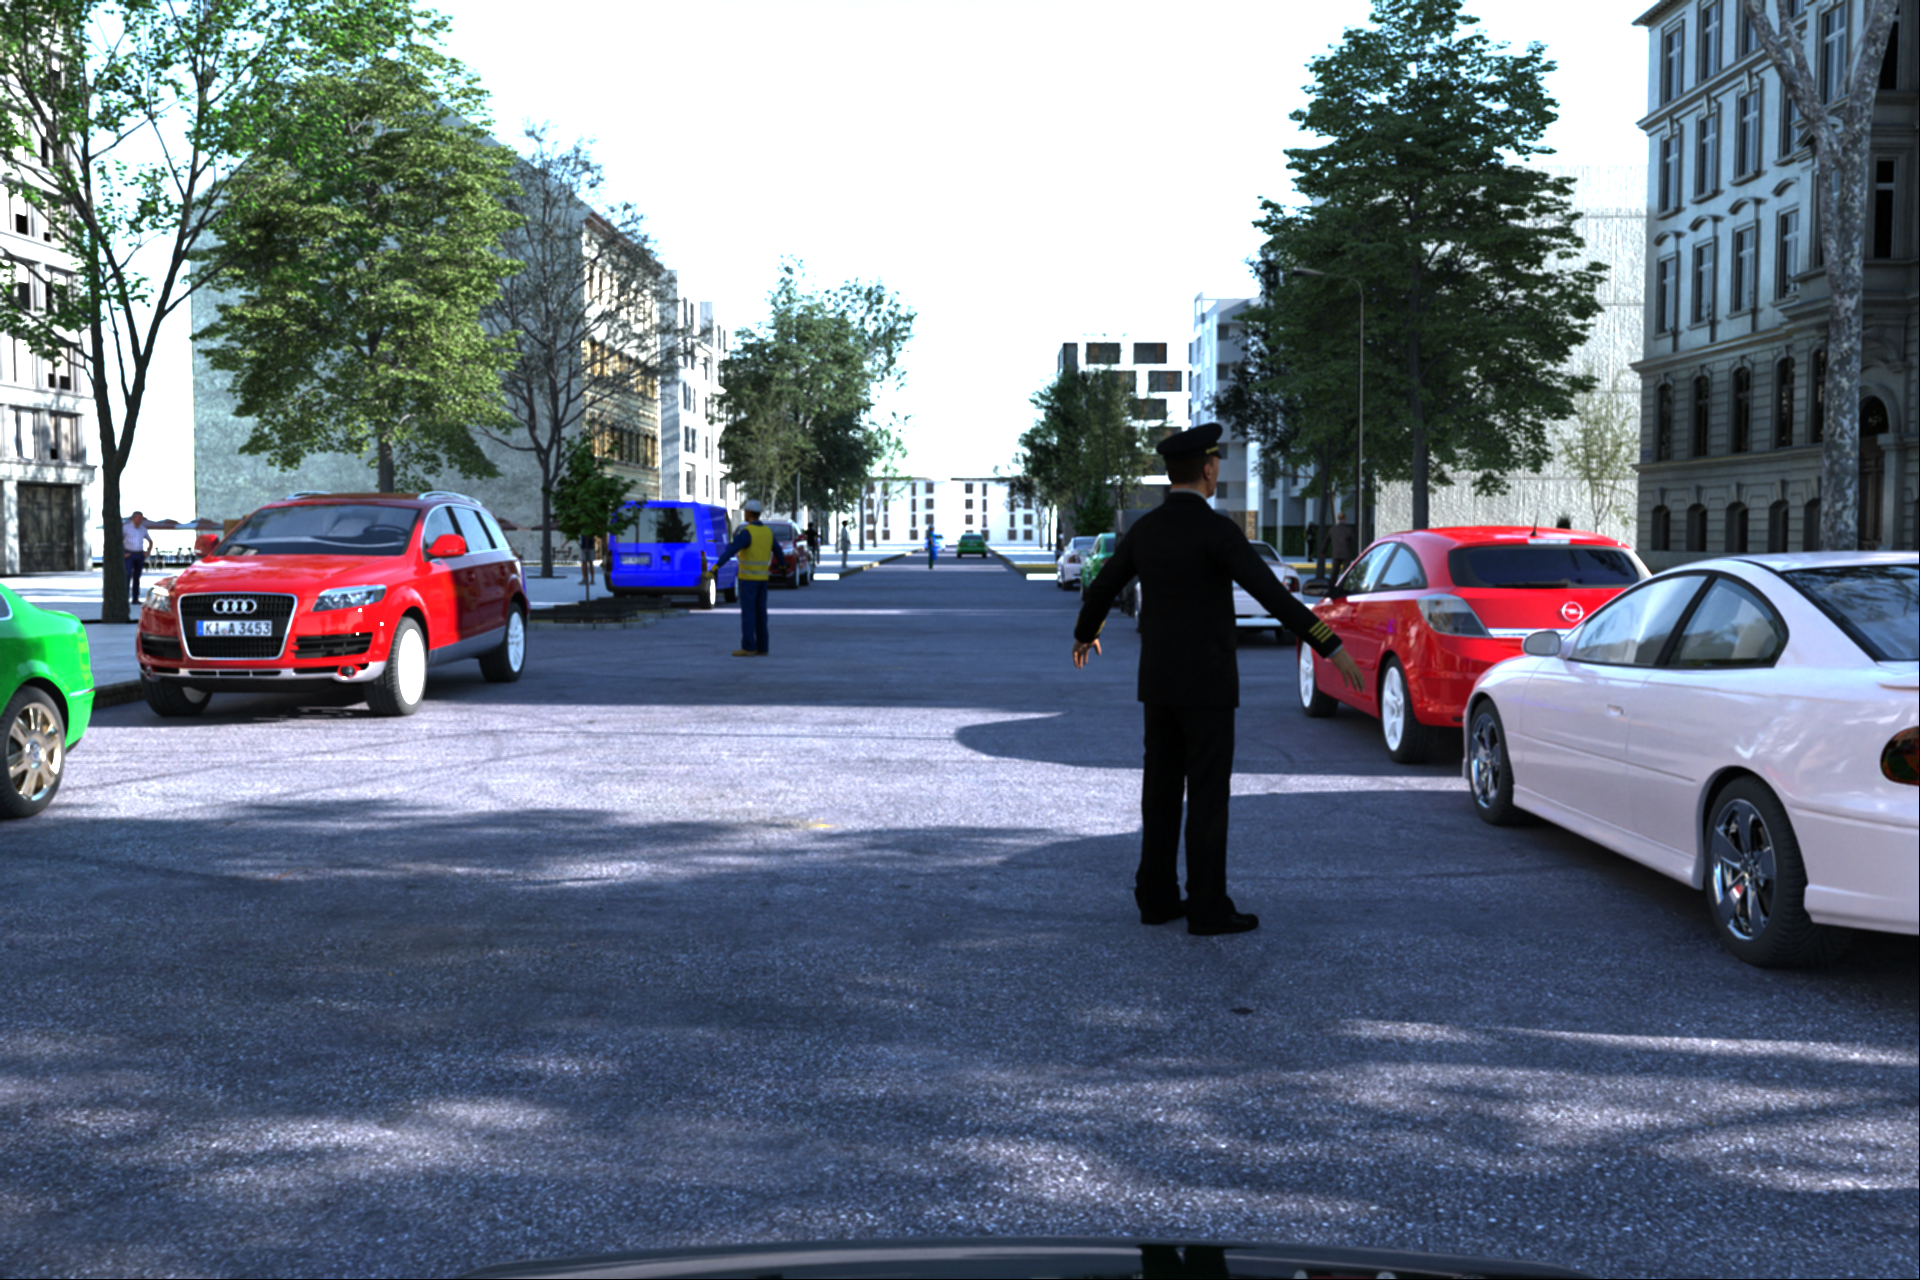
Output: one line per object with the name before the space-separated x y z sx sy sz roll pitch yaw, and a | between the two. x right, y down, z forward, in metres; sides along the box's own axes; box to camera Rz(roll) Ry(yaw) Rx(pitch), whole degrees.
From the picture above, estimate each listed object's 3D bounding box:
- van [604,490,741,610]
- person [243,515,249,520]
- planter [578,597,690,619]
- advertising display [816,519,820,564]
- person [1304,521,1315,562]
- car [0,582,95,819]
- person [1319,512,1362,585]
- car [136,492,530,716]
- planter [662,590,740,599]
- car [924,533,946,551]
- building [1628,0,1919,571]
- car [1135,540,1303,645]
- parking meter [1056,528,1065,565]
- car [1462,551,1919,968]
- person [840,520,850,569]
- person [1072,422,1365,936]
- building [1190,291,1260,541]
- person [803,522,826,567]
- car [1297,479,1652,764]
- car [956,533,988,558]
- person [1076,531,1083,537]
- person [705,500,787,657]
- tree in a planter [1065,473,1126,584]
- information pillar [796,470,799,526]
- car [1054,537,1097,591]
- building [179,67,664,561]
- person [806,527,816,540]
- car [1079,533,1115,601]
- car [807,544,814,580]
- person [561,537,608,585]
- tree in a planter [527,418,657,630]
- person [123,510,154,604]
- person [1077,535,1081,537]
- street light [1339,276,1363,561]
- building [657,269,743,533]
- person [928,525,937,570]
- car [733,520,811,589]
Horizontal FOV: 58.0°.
van | -5.595 -1.841 34.485 2.240 2.365 5.245 0 3 0
person | -19.630 -2.551 47.796 1.344 1.819 0.704 2 4 30
planter | -5.793 -0.556 30.235 1.991 0.319 1.994 0 3 0
advertising display | -6.044 -4.194 73.779 0.123 1.923 0.974 0 4 -1
person | 15.929 -4.449 78.521 0.705 1.856 1.354 1 4 16
car | -5.574 0.085 7.400 1.959 1.807 4.718 0 4 0
person | 8.352 -1.916 37.918 0.990 1.755 0.434 3 4 38
car | -5.313 -0.406 15.306 2.281 1.827 5.304 0 4 0
planter | -5.789 -1.102 39.150 1.991 0.319 1.994 0 4 1
car | -2.135 -8.502 148.599 1.945 1.707 3.694 0 4 0
building | 29.562 -13.824 45.114 14.460 24.649 34.723 0 3 0
car | 3.465 -0.692 23.677 2.083 1.381 4.827 0 4 1
parking meter | 4.203 -3.931 72.690 0.372 1.533 0.369 0 3 0
car | 3.517 0.322 7.102 2.083 1.381 4.827 0 4 0
person | -4.242 -3.549 64.220 0.705 1.806 1.347 -1 4 -9
person | 0.853 0.128 6.307 0.705 1.837 1.347 -3 5 -41
building | 23.257 -17.069 135.501 16.016 20.090 11.380 0 3 0
person | -5.761 -3.715 67.454 1.216 1.740 0.721 2 4 26
car | 3.594 -0.199 12.290 2.155 1.783 4.494 0 3 0
car | 0.710 -5.814 103.863 1.959 1.807 4.718 0 4 0
person | 6.038 -4.943 86.961 0.704 1.812 1.346 0 4 -2
person | -2.453 -0.732 20.398 0.705 1.833 1.349 3 4 36
tree in a planter | 3.969 -3.261 50.544 1.991 3.239 1.994 0 3 0
information pillar | -5.934 -4.400 63.302 0.183 3.616 0.504 0 3 0
car | 3.531 -2.017 45.344 2.083 1.381 4.827 0 4 1
building | -26.592 -15.834 89.822 19.493 23.208 18.063 0 4 1
person | -7.090 -4.616 81.653 0.705 1.806 1.347 3 4 37
car | 3.467 -1.644 35.672 1.959 1.807 4.718 0 3 0
car | -5.437 -2.469 52.174 2.131 1.459 4.920 0 4 0
person | -9.464 -2.309 43.925 1.345 1.807 0.704 -3 5 -42
tree in a planter | -5.803 -1.814 26.881 1.991 3.239 1.994 0 4 1
person | -14.992 -1.501 31.524 0.436 1.711 0.756 3 5 43
person | 5.777 -4.450 78.890 1.348 1.813 0.705 -2 4 -34
street light | 7.573 -3.546 30.513 1.470 5.913 1.316 0 3 0
building | -26.967 -16.207 131.447 16.747 18.905 31.486 0 4 0
person | -1.116 -3.756 69.989 0.704 1.817 1.347 0 4 0
car | -5.217 -2.329 46.754 2.281 1.827 5.304 0 4 0
